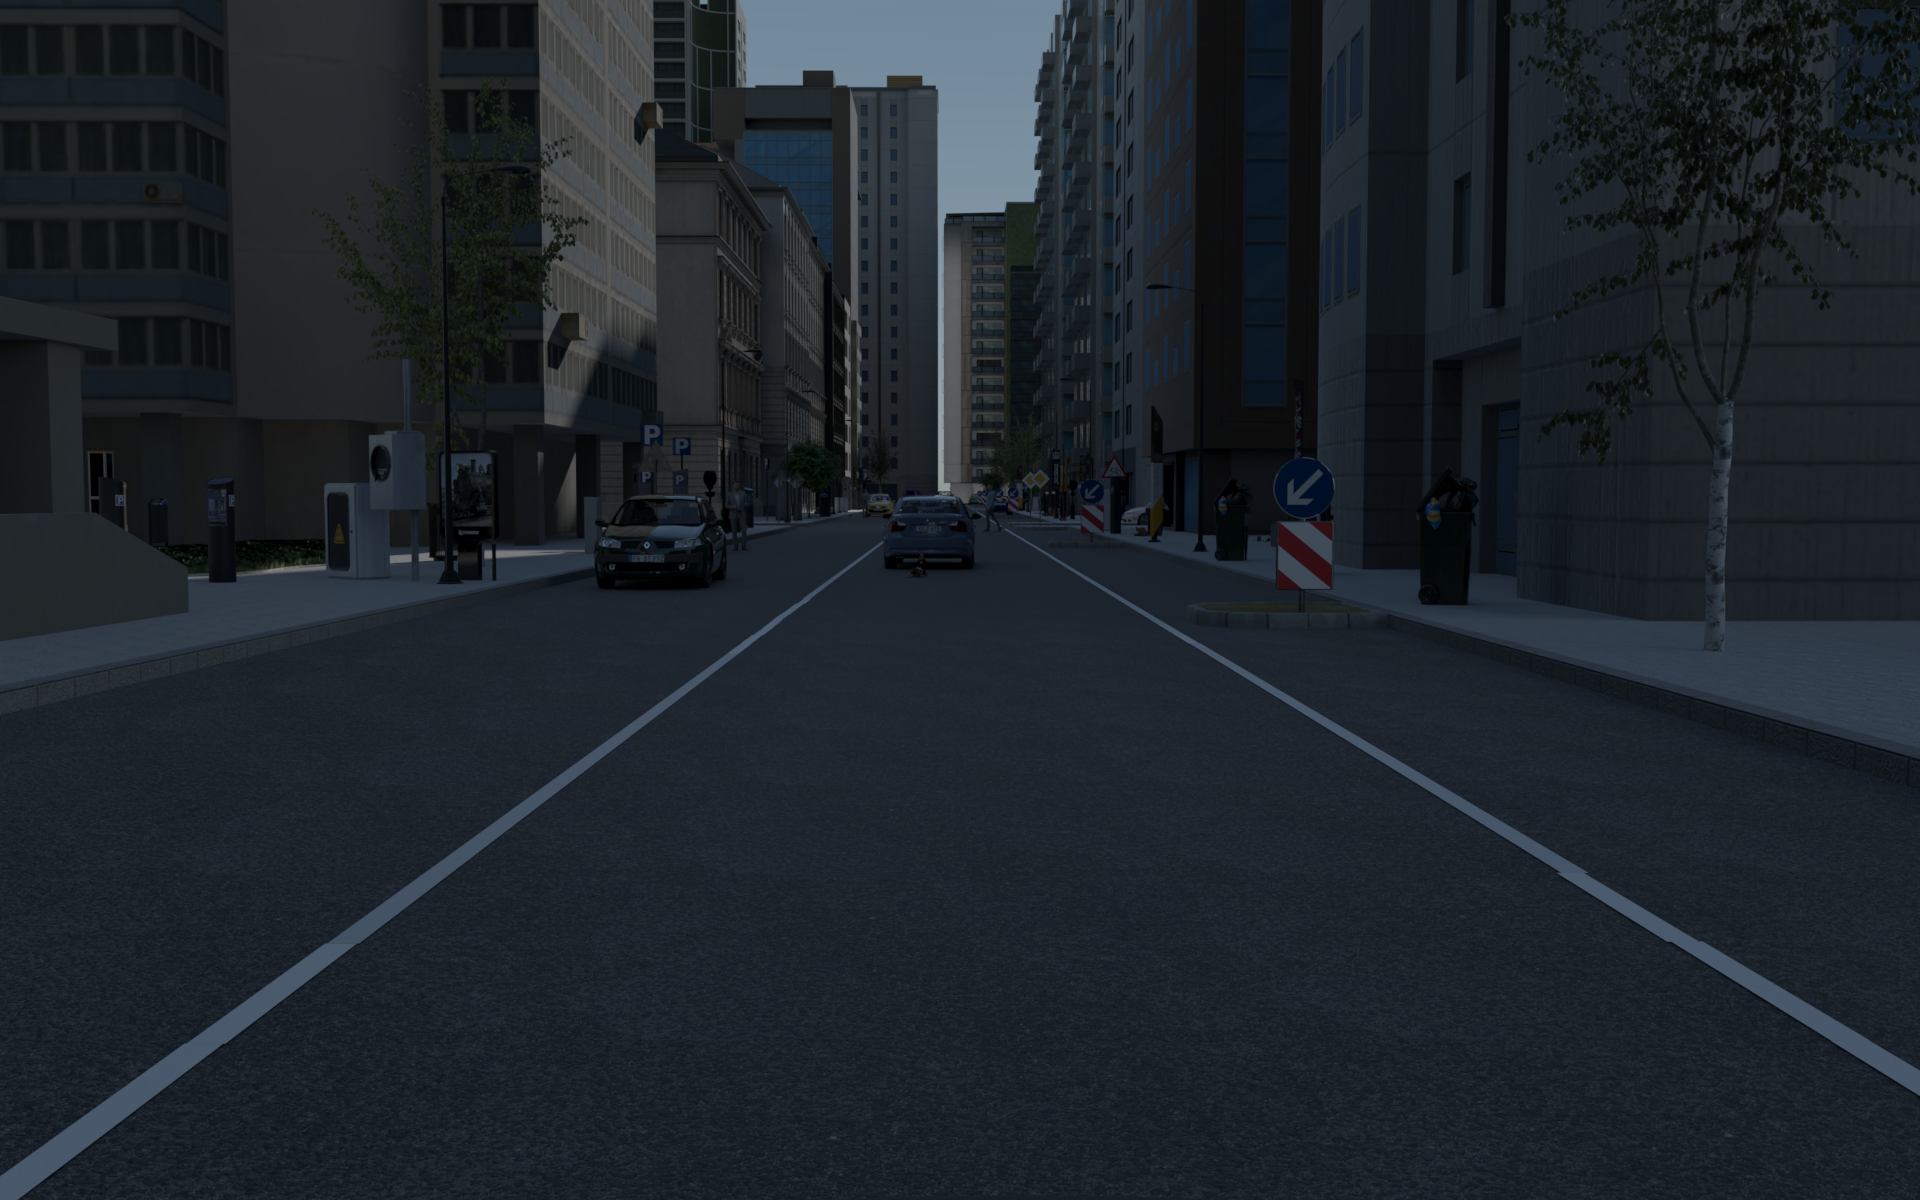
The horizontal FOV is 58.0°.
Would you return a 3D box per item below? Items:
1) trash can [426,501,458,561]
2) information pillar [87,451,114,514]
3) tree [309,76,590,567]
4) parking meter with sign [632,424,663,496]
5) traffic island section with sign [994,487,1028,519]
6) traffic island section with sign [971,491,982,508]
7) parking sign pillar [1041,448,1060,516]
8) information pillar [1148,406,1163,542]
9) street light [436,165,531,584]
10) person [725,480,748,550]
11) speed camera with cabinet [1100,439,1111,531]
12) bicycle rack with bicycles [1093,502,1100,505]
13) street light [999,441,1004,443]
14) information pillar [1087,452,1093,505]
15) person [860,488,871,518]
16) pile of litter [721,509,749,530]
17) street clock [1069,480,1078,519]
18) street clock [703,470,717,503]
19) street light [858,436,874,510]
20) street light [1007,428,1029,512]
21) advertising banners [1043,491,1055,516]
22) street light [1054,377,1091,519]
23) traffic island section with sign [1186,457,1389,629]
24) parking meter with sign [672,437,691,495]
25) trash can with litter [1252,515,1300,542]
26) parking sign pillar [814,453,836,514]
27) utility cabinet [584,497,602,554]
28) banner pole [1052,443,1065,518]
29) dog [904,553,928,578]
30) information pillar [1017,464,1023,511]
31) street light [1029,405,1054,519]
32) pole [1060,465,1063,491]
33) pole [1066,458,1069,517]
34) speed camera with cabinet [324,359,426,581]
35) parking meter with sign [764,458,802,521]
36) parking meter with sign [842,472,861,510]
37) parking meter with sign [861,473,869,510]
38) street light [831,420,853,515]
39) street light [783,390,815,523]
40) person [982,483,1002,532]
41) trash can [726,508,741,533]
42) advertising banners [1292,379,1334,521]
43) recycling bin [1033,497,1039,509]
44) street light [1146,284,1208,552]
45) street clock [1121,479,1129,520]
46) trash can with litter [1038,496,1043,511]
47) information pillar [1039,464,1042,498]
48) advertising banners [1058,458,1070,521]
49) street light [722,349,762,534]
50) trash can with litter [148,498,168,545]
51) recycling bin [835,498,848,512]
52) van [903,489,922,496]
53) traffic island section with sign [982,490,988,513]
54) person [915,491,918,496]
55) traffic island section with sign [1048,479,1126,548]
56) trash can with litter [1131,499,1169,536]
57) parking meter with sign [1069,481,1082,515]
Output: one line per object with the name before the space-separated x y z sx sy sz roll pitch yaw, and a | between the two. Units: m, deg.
trash can | -9.903 -1.325 33.312 0.748 1.137 0.748 0 3 0
information pillar | -14.666 -1.536 29.610 0.304 2.012 0.304 0 4 -1
tree | -8.645 -4.876 30.092 4.737 8.622 4.395 0 3 0
parking meter with sign | -7.962 -2.902 43.712 0.543 3.016 1.738 -1 4 -23
traffic island section with sign | 3.001 -5.722 102.182 1.989 1.847 2.006 0 4 0
traffic island section with sign | 2.446 -10.456 179.581 1.989 1.847 2.006 0 4 0
parking sign pillar | 5.537 -6.966 102.373 1.447 3.967 1.447 -1 4 -11
information pillar | 5.230 -3.349 46.109 0.183 3.616 0.504 3 4 38
street light | -6.750 -3.183 24.580 1.470 5.913 1.316 0 4 0
person | -5.660 -2.166 44.119 0.606 1.804 0.583 -1 4 -21
speed camera with cabinet | 5.275 -4.099 61.356 0.660 3.252 2.038 0 4 6
bicycle rack with bicycles | 9.477 -6.034 112.038 2.852 0.926 2.925 1 4 23
street light | 4.137 -10.992 152.261 1.470 5.913 1.316 0 4 0
information pillar | 7.220 -6.421 96.334 0.183 3.616 0.504 -2 4 -35
person | -5.602 -5.749 102.778 0.678 1.792 0.850 0 4 3
pile of litter | -8.191 -2.973 62.571 1.176 0.858 1.719 1 4 8
street clock | 5.698 -5.080 87.634 0.471 2.002 0.358 3 4 38
street clock | -7.680 -2.977 53.246 0.358 2.002 0.471 -3 4 -37
street light | -7.538 -10.159 138.648 1.470 5.913 1.316 0 4 0
street light | 4.263 -9.115 121.574 1.470 5.913 1.316 0 4 0
advertising banners | 5.354 -6.351 100.031 0.090 3.025 2.074 2 4 32
street light | 4.649 -5.904 69.075 1.470 5.913 1.316 0 4 0
traffic island section with sign | 3.590 -0.659 19.402 1.989 1.847 2.006 0 4 0
parking meter with sign | -8.501 -3.443 52.560 0.543 3.016 1.738 0 4 -4
trash can with litter | 8.752 -2.185 46.774 2.233 1.210 1.678 1 4 18
parking sign pillar | -8.724 -7.546 111.852 1.447 3.967 1.447 2 4 33
utility cabinet | -7.944 -1.615 37.572 0.306 1.237 1.020 0 4 -6
banner pole | 4.898 -5.849 85.650 0.863 3.779 0.401 2 4 29
dog | -0.788 -0.602 30.043 0.748 0.427 0.550 -2 4 -34
information pillar | 4.540 -8.587 131.745 0.504 3.616 0.183 2 4 34
street light | 4.506 -7.207 90.375 1.470 5.913 1.316 0 4 0
pole | 7.087 -7.767 120.828 0.158 3.312 0.155 0 3 0
pole | 6.103 -6.388 98.290 0.158 3.312 0.155 0 3 0
speed camera with cabinet | -8.765 -1.929 25.875 2.038 3.252 0.660 3 5 43
parking meter with sign | -8.467 -5.313 83.129 1.738 3.016 0.543 -2 4 -25
parking meter with sign | -8.852 -8.526 135.660 1.738 3.016 0.543 0 4 7
parking meter with sign | -8.319 -8.863 141.163 1.738 3.016 0.543 -3 4 -38
street light | -7.344 -8.283 107.961 1.470 5.913 1.316 0 4 0
street light | -7.170 -6.406 77.275 1.470 5.913 1.316 0 4 0
person | 1.215 -3.498 65.549 0.748 1.841 0.638 1 4 9
trash can | -7.565 -2.830 57.927 0.748 1.137 0.748 0 3 0
advertising banners | 5.554 -1.903 27.303 0.090 3.025 2.074 2 4 29
recycling bin | 6.857 -8.494 151.428 0.722 1.027 0.722 -2 4 -34
street light | 4.811 -4.027 38.388 1.470 5.913 1.316 0 4 0
street clock | 8.016 -4.916 84.941 0.471 2.002 0.358 1 4 19
trash can with litter | 6.362 -7.217 129.392 1.055 1.170 0.624 1 4 8
information pillar | 6.224 -8.714 133.824 0.183 3.616 0.504 1 4 13
advertising banners | 5.067 -5.341 83.517 0.090 3.025 2.074 1 4 16
street light | -7.051 -5.079 55.582 1.470 5.913 1.316 0 4 0
trash can with litter | -15.300 -1.390 33.788 1.678 1.210 2.233 1 4 9
recycling bin | -8.339 -6.736 122.681 0.722 1.027 0.722 0 4 7
van | -5.732 -12.627 210.841 2.240 2.365 5.245 0 4 -1
traffic island section with sign | 2.807 -7.371 129.137 1.989 1.847 2.006 0 4 0
person | -3.487 -7.819 137.338 0.522 1.701 0.512 0 4 3
traffic island section with sign | 3.391 -2.329 46.711 1.989 1.847 2.006 0 4 0
trash can with litter | 5.783 -2.529 52.739 1.055 1.170 0.624 -2 4 -31
parking meter with sign | 7.012 -6.605 104.248 0.543 3.016 1.738 -2 4 -32
